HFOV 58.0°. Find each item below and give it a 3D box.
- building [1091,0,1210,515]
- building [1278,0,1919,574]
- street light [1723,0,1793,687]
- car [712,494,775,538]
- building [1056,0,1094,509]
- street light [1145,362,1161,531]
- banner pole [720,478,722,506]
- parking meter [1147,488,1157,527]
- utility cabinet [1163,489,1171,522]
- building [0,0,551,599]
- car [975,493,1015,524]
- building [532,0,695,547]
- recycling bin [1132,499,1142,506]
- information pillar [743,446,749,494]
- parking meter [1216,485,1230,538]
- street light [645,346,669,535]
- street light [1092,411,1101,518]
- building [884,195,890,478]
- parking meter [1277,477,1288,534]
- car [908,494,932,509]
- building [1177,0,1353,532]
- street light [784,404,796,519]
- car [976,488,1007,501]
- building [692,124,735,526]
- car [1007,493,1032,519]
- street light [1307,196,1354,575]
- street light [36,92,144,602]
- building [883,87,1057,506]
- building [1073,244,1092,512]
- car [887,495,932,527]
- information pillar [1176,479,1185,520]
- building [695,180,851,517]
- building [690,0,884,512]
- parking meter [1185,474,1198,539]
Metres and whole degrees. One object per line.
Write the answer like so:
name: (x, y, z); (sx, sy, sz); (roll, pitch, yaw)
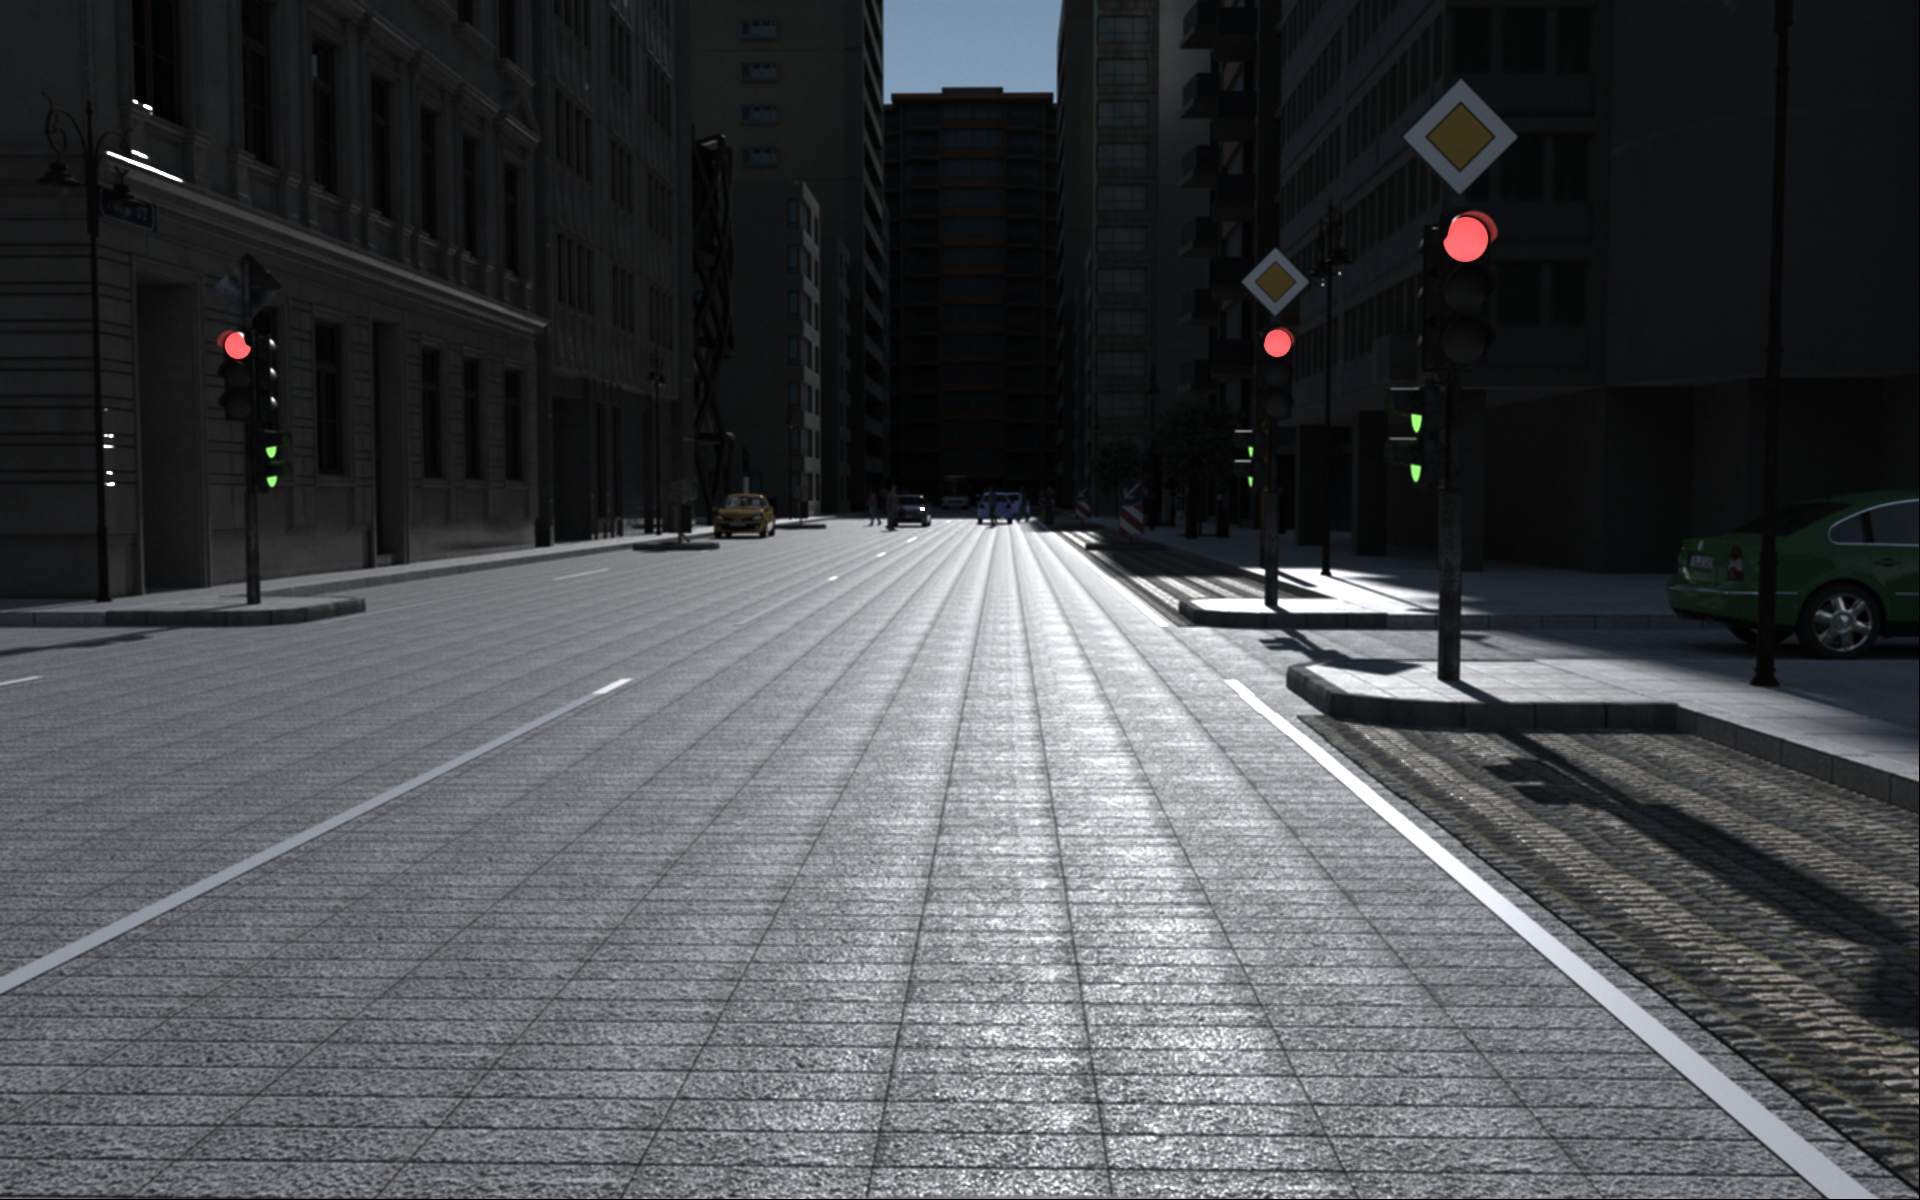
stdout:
building: (15.547, -26.218, 112.254); (14.154, 41.232, 14.086); (0, 4, 1)
building: (19.396, -20.859, 32.918); (23.993, 40.220, 32.217); (0, 4, 1)
street light: (5.399, -2.364, 11.445); (0.468, 5.910, 1.993); (0, 4, 1)
car: (-7.179, -2.909, 57.793); (2.015, 1.641, 3.980); (0, 3, 0)
building: (19.834, -32.732, 158.864); (21.300, 48.544, 21.600); (0, 4, 1)
street light: (6.742, -5.376, 60.688); (0.468, 5.910, 1.993); (0, 4, 1)
banner pole: (-12.377, -6.098, 89.723); (0.401, 3.779, 0.863); (-1, 4, -10)
parking meter: (7.508, -3.620, 67.594); (0.372, 1.533, 0.369); (0, 3, 0)
utility cabinet: (8.515, -3.815, 71.061); (0.318, 1.500, 1.173); (0, 4, 5)
building: (-15.165, -11.876, 30.333); (11.583, 22.565, 21.152); (0, 4, 1)
car: (1.702, -4.580, 84.467); (1.945, 1.707, 3.694); (0, 4, 0)
building: (-15.748, -14.286, 51.593); (12.078, 24.808, 19.932); (0, 4, 1)
recycling bin: (8.325, -4.168, 80.703); (0.722, 1.027, 0.722); (0, 4, 6)
information pillar: (-10.374, -5.659, 83.884); (0.183, 3.616, 0.504); (1, 4, 19)
parking meter: (7.719, -2.595, 50.844); (0.372, 1.533, 0.369); (0, 3, 0)
street light: (-9.447, -4.975, 54.121); (0.468, 5.910, 1.993); (0, 4, 1)
street light: (7.456, -7.448, 94.564); (0.468, 5.910, 1.993); (0, 4, 1)
building: (-13.779, -23.984, 163.840); (14.107, 30.474, 14.160); (0, 4, 1)
parking meter: (10.347, -3.063, 55.795); (0.399, 1.863, 0.255); (1, 4, 13)
car: (-2.689, -5.832, 105.139); (2.009, 1.686, 4.222); (0, 4, 1)
building: (20.524, -25.388, 69.724); (22.147, 44.769, 28.867); (0, 4, 1)
street light: (-8.578, -7.019, 87.551); (0.468, 5.910, 1.993); (0, 4, 1)
car: (2.161, -6.273, 111.233); (2.281, 1.827, 5.304); (0, 4, 0)
building: (-17.975, -12.441, 70.867); (16.820, 18.784, 16.811); (0, 4, 1)
car: (3.229, -5.600, 101.150); (1.945, 1.707, 3.694); (0, 4, 3)
street light: (5.796, -3.332, 27.260); (0.468, 5.910, 1.993); (0, 4, 1)
street light: (-10.208, -2.917, 20.482); (0.468, 5.910, 1.993); (0, 4, 1)
building: (0.719, -32.717, 189.548); (28.867, 44.769, 22.147); (0, 4, 1)
building: (23.246, -17.681, 134.117); (27.650, 21.520, 28.899); (0, 4, 1)
car: (-2.237, -3.987, 77.187); (2.014, 1.417, 4.499); (0, 4, 2)
information pillar: (10.962, -4.992, 86.108); (0.304, 2.012, 0.304); (3, 5, 44)
building: (-22.072, -16.222, 110.271); (27.650, 21.520, 28.899); (0, 4, 1)
building: (-17.331, -31.301, 135.477); (21.300, 48.544, 21.600); (0, 4, 1)
parking meter: (6.614, -2.676, 49.468); (0.255, 1.863, 0.399); (-1, 4, -9)
